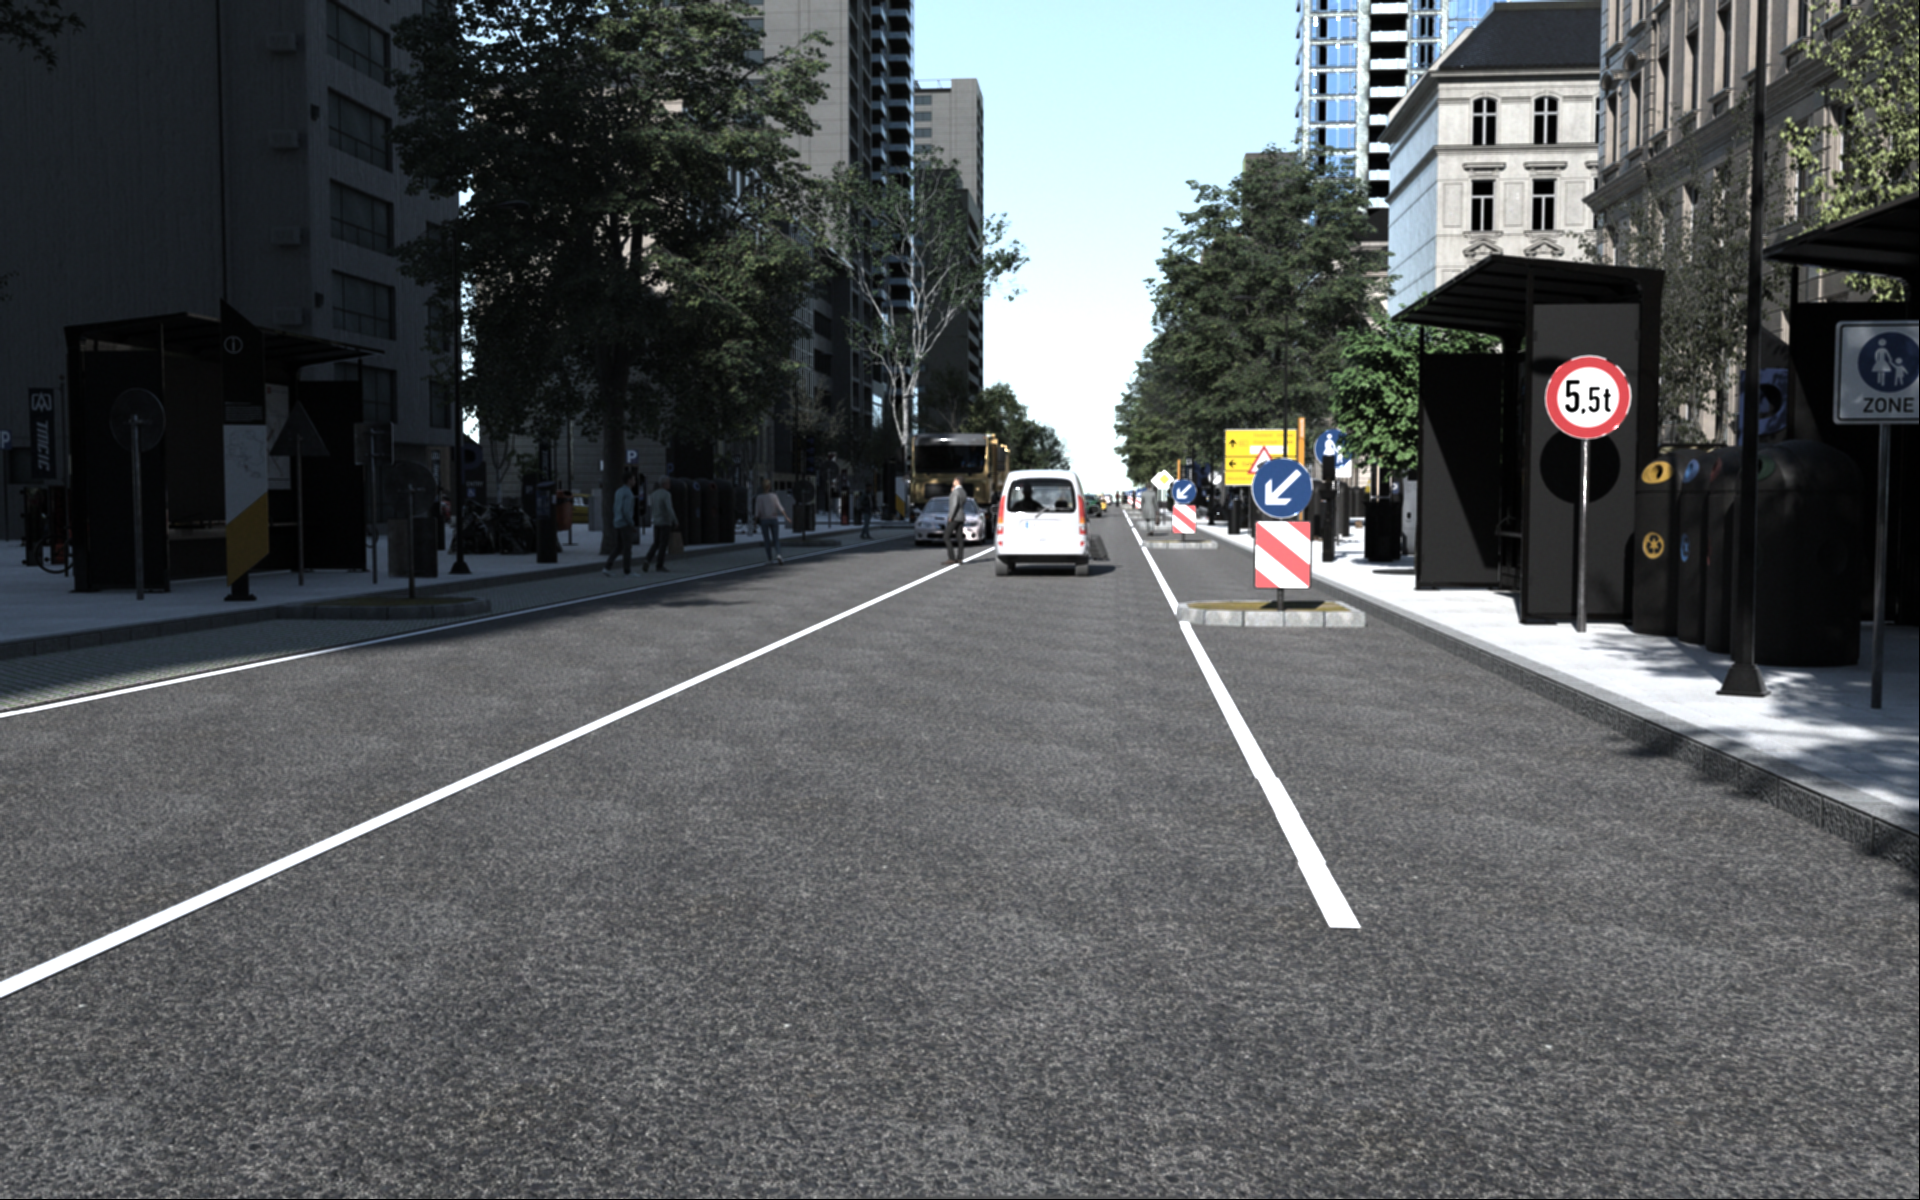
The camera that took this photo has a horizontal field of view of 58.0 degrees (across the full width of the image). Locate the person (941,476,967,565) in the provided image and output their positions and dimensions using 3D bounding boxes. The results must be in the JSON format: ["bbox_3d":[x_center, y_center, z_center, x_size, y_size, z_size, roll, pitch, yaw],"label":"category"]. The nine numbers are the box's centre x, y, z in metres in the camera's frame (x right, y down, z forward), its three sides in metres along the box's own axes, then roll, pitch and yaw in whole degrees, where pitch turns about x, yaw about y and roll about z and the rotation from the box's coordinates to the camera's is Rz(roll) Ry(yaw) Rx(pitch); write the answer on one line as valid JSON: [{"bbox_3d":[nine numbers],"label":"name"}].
[{"bbox_3d":[-0.110,-1.630,35.334,0.473,1.802,0.592,3,5,41],"label":"person"}]

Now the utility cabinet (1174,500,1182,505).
[{"bbox_3d":[12.469,-5.351,98.648,0.306,1.237,1.020,1,4,21],"label":"utility cabinet"}]

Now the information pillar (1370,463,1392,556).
[{"bbox_3d":[8.127,-1.772,33.472,0.304,2.012,0.304,-1,4,-14],"label":"information pillar"}]

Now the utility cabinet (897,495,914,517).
[{"bbox_3d":[-3.009,-5.230,96.677,1.020,1.237,0.306,-1,4,-10],"label":"utility cabinet"}]

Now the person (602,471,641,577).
[{"bbox_3d":[-5.846,-1.304,29.834,0.620,1.820,0.660,-3,4,-38],"label":"person"}]

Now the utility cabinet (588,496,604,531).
[{"bbox_3d":[-12.486,-3.007,60.332,0.306,1.237,1.020,2,4,35],"label":"utility cabinet"}]

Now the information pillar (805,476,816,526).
[{"bbox_3d":[-6.042,-4.016,70.155,0.304,2.012,0.304,3,5,43],"label":"information pillar"}]

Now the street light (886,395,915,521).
[{"bbox_3d":[-2.808,-6.667,81.542,1.470,5.913,1.316,0,4,5],"label":"street light"}]

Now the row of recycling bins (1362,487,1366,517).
[{"bbox_3d":[22.144,-5.426,95.834,1.069,1.692,3.534,3,5,44],"label":"row of recycling bins"}]

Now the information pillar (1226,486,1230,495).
[{"bbox_3d":[18.577,-7.906,120.622,0.183,3.616,0.504,-3,5,-45],"label":"information pillar"}]

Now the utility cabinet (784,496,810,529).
[{"bbox_3d":[-6.003,-3.234,64.041,1.020,1.237,0.306,2,4,33],"label":"utility cabinet"}]

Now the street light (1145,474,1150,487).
[{"bbox_3d":[17.248,-11.077,153.648,1.470,5.913,1.316,0,4,5],"label":"street light"}]

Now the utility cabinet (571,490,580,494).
[{"bbox_3d":[-19.405,-4.794,87.058,0.318,1.500,1.173,-2,4,-30],"label":"utility cabinet"}]

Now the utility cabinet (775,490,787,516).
[{"bbox_3d":[-10.291,-5.703,101.921,1.173,1.500,0.318,0,4,-7],"label":"utility cabinet"}]

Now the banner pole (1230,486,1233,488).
[{"bbox_3d":[18.875,-8.053,121.689,0.401,3.779,0.863,-3,4,-38],"label":"banner pole"}]

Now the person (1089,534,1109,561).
[{"bbox_3d":[2.535,-1.715,36.762,1.509,1.804,0.699,-2,4,-33],"label":"person"}]

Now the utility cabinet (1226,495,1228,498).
[{"bbox_3d":[17.877,-6.391,115.647,1.020,1.237,0.306,3,5,39],"label":"utility cabinet"}]

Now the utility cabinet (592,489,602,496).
[{"bbox_3d":[-15.083,-3.985,73.830,1.173,1.500,0.318,-2,4,-31],"label":"utility cabinet"}]

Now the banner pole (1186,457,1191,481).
[{"bbox_3d":[13.734,-6.870,102.345,0.863,3.779,0.401,1,4,16],"label":"banner pole"}]

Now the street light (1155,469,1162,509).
[{"bbox_3d":[14.574,-9.232,123.485,1.470,5.913,1.316,0,4,5],"label":"street light"}]

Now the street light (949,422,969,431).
[{"bbox_3d":[-0.111,-8.478,111.163,1.470,5.913,1.316,0,4,5],"label":"street light"}]

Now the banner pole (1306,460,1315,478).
[{"bbox_3d":[24.611,-8.042,121.497,0.863,3.779,0.401,0,4,7],"label":"banner pole"}]

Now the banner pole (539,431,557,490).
[{"bbox_3d":[-14.087,-4.246,59.445,0.863,3.779,0.401,1,4,15],"label":"banner pole"}]

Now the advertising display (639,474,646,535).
[{"bbox_3d":[-10.445,-3.038,54.882,0.974,1.923,0.123,0,4,4],"label":"advertising display"}]

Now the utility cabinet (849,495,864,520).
[{"bbox_3d":[-4.976,-4.541,85.402,1.020,1.237,0.306,0,4,5],"label":"utility cabinet"}]

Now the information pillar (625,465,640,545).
[{"bbox_3d":[-8.355,-2.417,44.018,0.304,2.012,0.304,3,5,42],"label":"information pillar"}]

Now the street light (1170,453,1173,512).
[{"bbox_3d":[11.879,-7.420,93.863,1.470,5.913,1.316,0,4,5],"label":"street light"}]

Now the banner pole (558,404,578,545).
[{"bbox_3d":[-9.828,-3.286,43.741,0.401,3.779,0.863,0,4,-2],"label":"banner pole"}]

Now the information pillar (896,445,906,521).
[{"bbox_3d":[-2.846,-5.593,82.795,0.504,3.616,0.183,2,4,29],"label":"information pillar"}]

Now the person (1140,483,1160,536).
[{"bbox_3d":[6.540,-3.113,59.499,0.694,1.812,0.767,1,4,18],"label":"person"}]

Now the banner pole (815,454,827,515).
[{"bbox_3d":[-8.684,-7.190,107.571,0.863,3.779,0.401,0,4,-3],"label":"banner pole"}]

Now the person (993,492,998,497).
[{"bbox_3d":[1.465,-3.419,64.611,0.699,1.804,1.509,-2,4,-32],"label":"person"}]

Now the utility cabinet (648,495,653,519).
[{"bbox_3d":[-16.284,-4.874,90.850,1.020,1.237,0.306,3,5,39],"label":"utility cabinet"}]

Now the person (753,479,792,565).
[{"bbox_3d":[-3.748,-1.581,35.015,0.731,1.740,0.598,-2,4,-28],"label":"person"}]

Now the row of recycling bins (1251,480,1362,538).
[{"bbox_3d":[10.157,-2.705,51.342,3.534,1.692,1.069,-2,4,-31],"label":"row of recycling bins"}]

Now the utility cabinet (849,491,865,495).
[{"bbox_3d":[-6.350,-6.066,107.861,1.173,1.500,0.318,-1,4,-11],"label":"utility cabinet"}]

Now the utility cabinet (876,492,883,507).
[{"bbox_3d":[-7.008,-8.798,152.530,0.318,1.500,1.173,2,4,28],"label":"utility cabinet"}]

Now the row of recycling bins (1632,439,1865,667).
[{"bbox_3d":[6.544,-0.452,14.506,1.069,1.692,3.534,0,4,6],"label":"row of recycling bins"}]

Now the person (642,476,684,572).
[{"bbox_3d":[-5.394,-1.376,31.490,0.782,1.767,0.515,3,5,43],"label":"person"}]

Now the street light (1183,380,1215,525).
[{"bbox_3d":[9.770,-6.013,70.857,1.470,5.913,1.316,0,4,5],"label":"street light"}]

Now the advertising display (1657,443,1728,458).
[{"bbox_3d":[9.303,-1.032,22.085,0.974,1.923,0.123,0,4,-5],"label":"advertising display"}]

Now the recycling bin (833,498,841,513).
[{"bbox_3d":[-7.978,-6.254,114.813,0.722,1.027,0.722,-1,4,-18],"label":"recycling bin"}]

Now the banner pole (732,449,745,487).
[{"bbox_3d":[-12.352,-6.550,97.108,0.863,3.779,0.401,-1,4,-9],"label":"banner pole"}]

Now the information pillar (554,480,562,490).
[{"bbox_3d":[-21.017,-5.267,90.604,0.304,2.012,0.304,2,4,29],"label":"information pillar"}]

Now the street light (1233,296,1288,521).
[{"bbox_3d":[7.094,-4.167,40.665,1.470,5.913,1.316,0,4,5],"label":"street light"}]

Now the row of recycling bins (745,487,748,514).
[{"bbox_3d":[-11.364,-5.041,89.532,1.069,1.692,3.534,-1,4,-9],"label":"row of recycling bins"}]

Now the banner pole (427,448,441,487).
[{"bbox_3d":[-26.276,-5.892,86.355,0.863,3.779,0.401,0,4,4],"label":"banner pole"}]

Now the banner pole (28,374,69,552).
[{"bbox_3d":[-18.875,-2.813,36.013,0.863,3.779,0.401,-1,4,-21],"label":"banner pole"}]

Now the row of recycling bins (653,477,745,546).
[{"bbox_3d":[-6.808,-2.271,44.242,1.069,1.692,3.534,1,4,18],"label":"row of recycling bins"}]

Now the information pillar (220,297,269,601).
[{"bbox_3d":[-8.585,-1.799,20.768,0.504,3.616,0.183,-1,4,-15],"label":"information pillar"}]

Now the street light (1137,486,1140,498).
[{"bbox_3d":[24.090,-15.742,229.918,1.470,5.913,1.316,0,4,5],"label":"street light"}]
